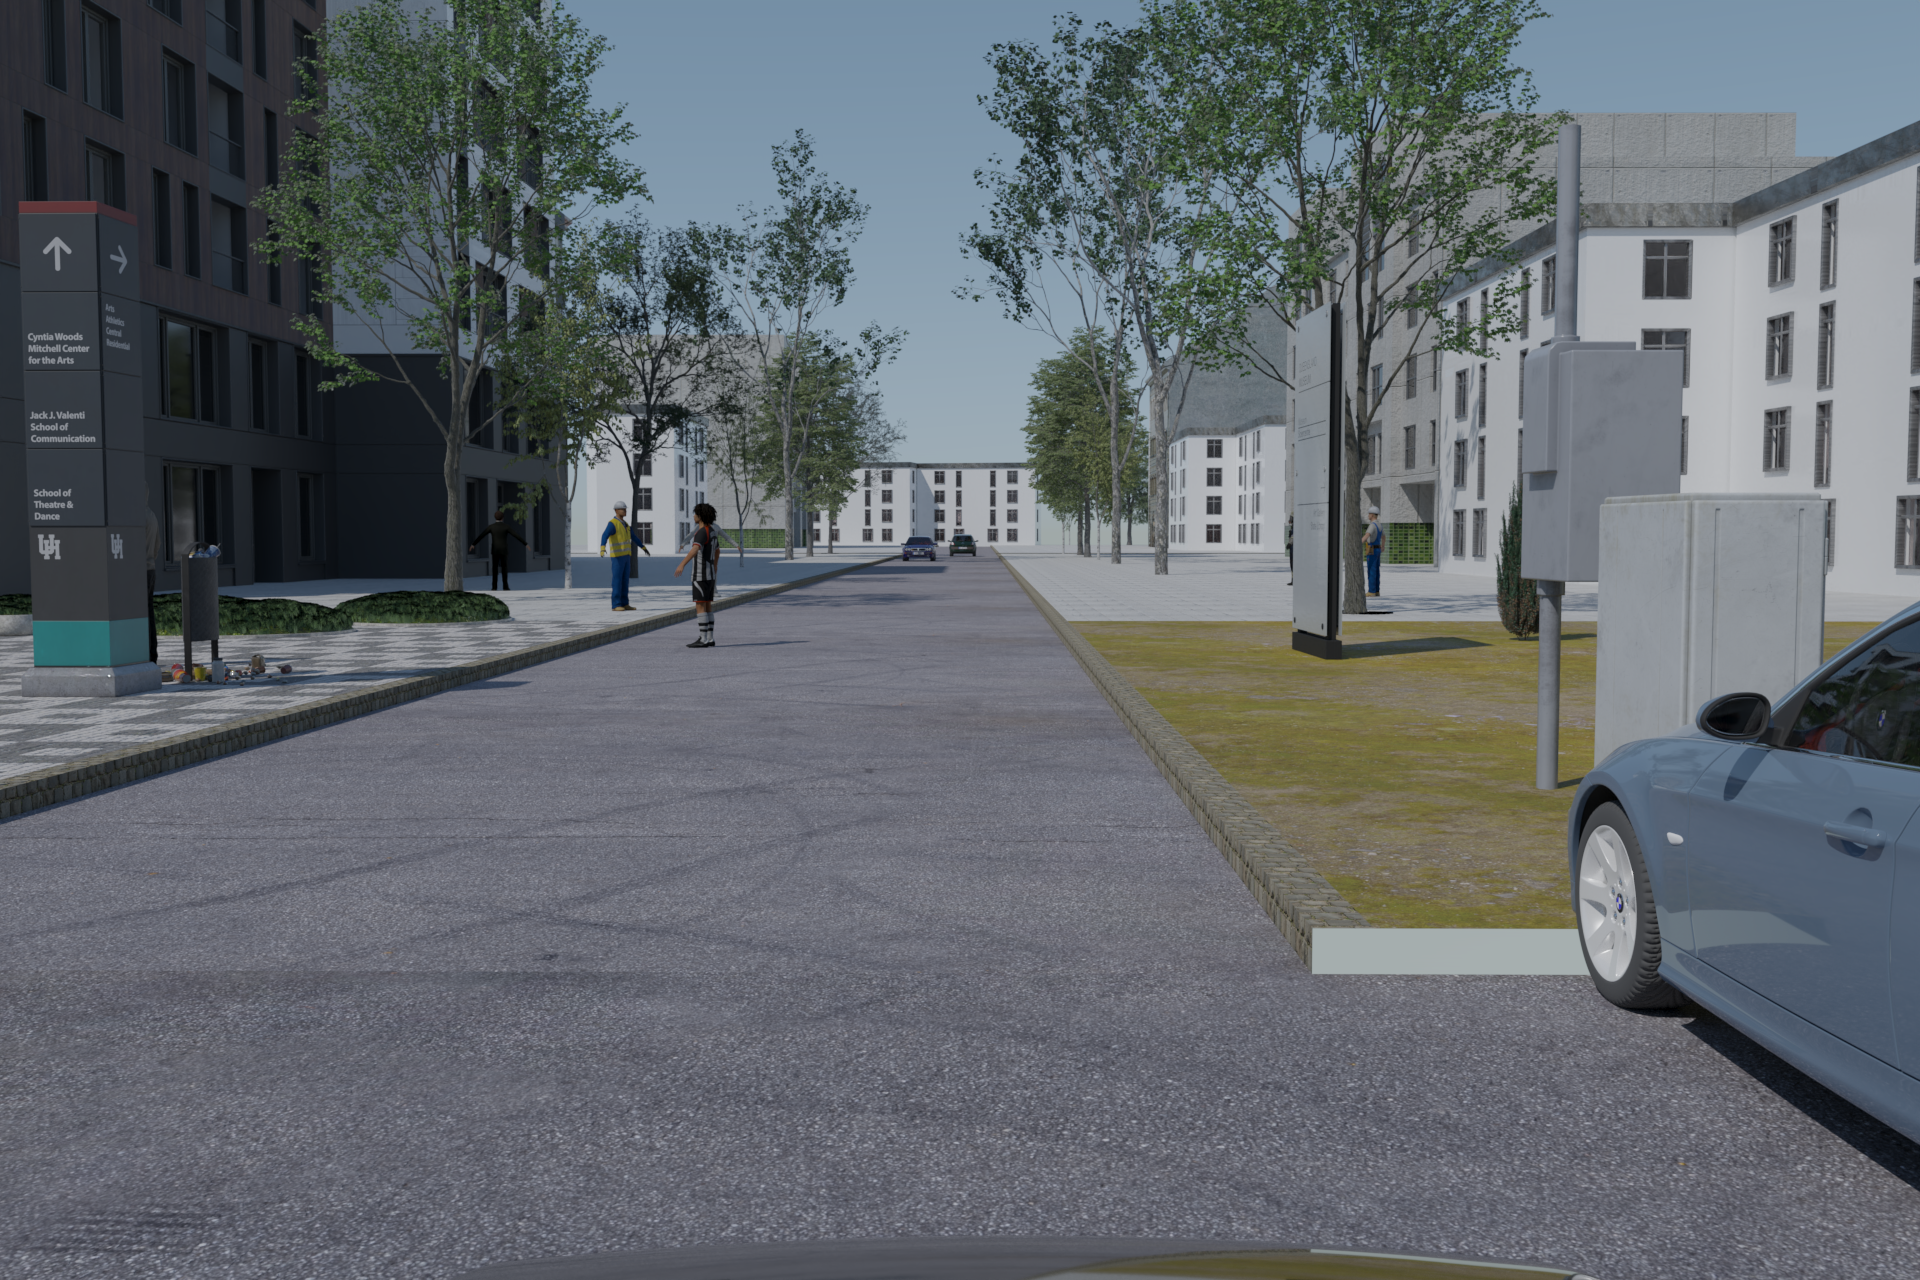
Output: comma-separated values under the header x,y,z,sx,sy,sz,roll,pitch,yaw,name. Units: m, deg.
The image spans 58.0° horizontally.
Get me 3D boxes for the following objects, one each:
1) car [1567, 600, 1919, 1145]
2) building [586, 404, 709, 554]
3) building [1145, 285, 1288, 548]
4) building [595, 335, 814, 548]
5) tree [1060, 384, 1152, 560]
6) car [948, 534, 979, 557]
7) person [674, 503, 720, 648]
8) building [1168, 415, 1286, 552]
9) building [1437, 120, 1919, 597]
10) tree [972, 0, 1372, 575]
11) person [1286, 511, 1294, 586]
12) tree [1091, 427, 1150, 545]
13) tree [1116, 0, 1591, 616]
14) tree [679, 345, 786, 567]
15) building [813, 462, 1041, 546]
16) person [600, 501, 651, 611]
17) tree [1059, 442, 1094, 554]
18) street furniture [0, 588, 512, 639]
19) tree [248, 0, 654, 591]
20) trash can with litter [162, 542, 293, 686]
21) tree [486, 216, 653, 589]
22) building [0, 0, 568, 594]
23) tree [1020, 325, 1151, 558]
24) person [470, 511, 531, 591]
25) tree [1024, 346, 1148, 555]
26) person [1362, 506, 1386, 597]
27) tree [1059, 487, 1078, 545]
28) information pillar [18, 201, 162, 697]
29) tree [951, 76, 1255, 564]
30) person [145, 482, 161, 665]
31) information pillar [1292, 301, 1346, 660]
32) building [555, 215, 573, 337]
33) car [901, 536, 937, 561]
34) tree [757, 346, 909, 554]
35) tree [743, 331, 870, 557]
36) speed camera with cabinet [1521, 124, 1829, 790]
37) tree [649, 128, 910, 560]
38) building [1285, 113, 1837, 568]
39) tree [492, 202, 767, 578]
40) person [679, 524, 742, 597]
x,y,z,sx,sy,sz,roll,pitch,yaw,name
2.817,0.504,3.769,2.014,1.417,4.499,0,4,0,car
-22.783,-11.248,126.048,9.099,9.664,28.070,0,4,0,building
27.851,-20.265,162.269,19.493,23.208,18.063,0,4,1,building
-24.005,-18.530,169.430,16.747,18.905,31.486,0,4,0,building
7.094,-8.265,85.487,4.737,8.622,4.395,0,3,0,tree
0.191,-6.204,111.227,2.009,1.686,4.222,0,4,0,car
-3.266,-0.813,21.895,0.704,1.843,1.345,1,4,12,person
22.388,-11.882,136.410,9.099,9.664,28.070,0,4,1,building
20.336,-6.239,44.155,9.099,9.664,28.070,0,4,1,building
6.328,-12.030,52.579,12.611,20.169,13.585,0,3,0,tree
8.310,-2.285,43.145,0.705,1.856,1.354,1,4,16,person
19.569,-17.851,198.517,9.857,13.997,8.962,0,3,0,tree
6.326,-6.233,27.659,9.928,11.665,9.643,0,3,0,tree
-8.361,-7.137,67.055,4.360,8.622,3.978,0,3,0,tree
-4.901,-15.753,202.173,28.070,9.664,9.099,1,4,10,building
-5.639,-1.403,28.908,0.705,1.833,1.349,2,4,24,person
6.802,-9.876,111.838,4.737,8.622,4.395,0,3,0,tree
-11.497,-0.498,23.767,10.072,0.657,5.734,0,4,-6,street furniture
-9.354,-6.502,32.070,9.928,11.665,9.643,0,3,0,tree
-6.595,-0.284,15.701,1.678,1.210,2.233,0,4,2,trash can with litter
-9.265,-5.528,40.741,4.737,8.622,4.395,0,3,0,tree
-28.348,-12.410,46.881,27.936,21.610,32.646,0,4,0,building
6.749,-10.774,94.276,7.486,12.596,7.792,0,3,0,tree
-10.392,-2.014,39.112,1.347,1.806,0.705,-1,4,-8,person
7.489,-11.386,104.284,7.486,12.596,7.792,0,3,0,tree
8.435,-1.809,35.442,0.705,1.847,1.347,3,4,38,person
12.886,-15.260,199.855,4.360,8.622,3.978,0,3,0,tree
-6.994,-1.498,13.866,0.750,3.857,0.750,0,4,2,information pillar
5.861,-13.273,72.908,12.611,20.169,13.585,0,3,0,tree
-7.910,-0.642,16.633,0.705,1.813,1.348,-1,4,-9,person
3.798,-1.655,18.376,0.184,3.620,1.656,0,4,-1,information pillar
-28.582,-14.928,74.994,19.493,23.208,18.063,0,4,1,building
-2.163,-4.872,92.236,1.945,1.354,3.894,0,4,0,car
-8.300,-12.322,111.836,12.009,13.543,11.850,0,3,0,tree
-8.713,-10.974,97.549,7.486,12.596,7.792,0,3,0,tree
3.148,-0.824,7.808,0.660,3.252,2.038,0,4,0,speed camera with cabinet
-8.870,-13.923,83.528,12.611,20.169,13.585,0,3,0,tree
26.660,-13.152,81.492,16.747,18.905,31.486,0,4,0,building
-9.528,-7.051,49.704,8.767,10.594,7.601,0,4,2,tree
-5.092,-1.771,35.150,1.347,1.806,0.705,-2,4,-29,person
